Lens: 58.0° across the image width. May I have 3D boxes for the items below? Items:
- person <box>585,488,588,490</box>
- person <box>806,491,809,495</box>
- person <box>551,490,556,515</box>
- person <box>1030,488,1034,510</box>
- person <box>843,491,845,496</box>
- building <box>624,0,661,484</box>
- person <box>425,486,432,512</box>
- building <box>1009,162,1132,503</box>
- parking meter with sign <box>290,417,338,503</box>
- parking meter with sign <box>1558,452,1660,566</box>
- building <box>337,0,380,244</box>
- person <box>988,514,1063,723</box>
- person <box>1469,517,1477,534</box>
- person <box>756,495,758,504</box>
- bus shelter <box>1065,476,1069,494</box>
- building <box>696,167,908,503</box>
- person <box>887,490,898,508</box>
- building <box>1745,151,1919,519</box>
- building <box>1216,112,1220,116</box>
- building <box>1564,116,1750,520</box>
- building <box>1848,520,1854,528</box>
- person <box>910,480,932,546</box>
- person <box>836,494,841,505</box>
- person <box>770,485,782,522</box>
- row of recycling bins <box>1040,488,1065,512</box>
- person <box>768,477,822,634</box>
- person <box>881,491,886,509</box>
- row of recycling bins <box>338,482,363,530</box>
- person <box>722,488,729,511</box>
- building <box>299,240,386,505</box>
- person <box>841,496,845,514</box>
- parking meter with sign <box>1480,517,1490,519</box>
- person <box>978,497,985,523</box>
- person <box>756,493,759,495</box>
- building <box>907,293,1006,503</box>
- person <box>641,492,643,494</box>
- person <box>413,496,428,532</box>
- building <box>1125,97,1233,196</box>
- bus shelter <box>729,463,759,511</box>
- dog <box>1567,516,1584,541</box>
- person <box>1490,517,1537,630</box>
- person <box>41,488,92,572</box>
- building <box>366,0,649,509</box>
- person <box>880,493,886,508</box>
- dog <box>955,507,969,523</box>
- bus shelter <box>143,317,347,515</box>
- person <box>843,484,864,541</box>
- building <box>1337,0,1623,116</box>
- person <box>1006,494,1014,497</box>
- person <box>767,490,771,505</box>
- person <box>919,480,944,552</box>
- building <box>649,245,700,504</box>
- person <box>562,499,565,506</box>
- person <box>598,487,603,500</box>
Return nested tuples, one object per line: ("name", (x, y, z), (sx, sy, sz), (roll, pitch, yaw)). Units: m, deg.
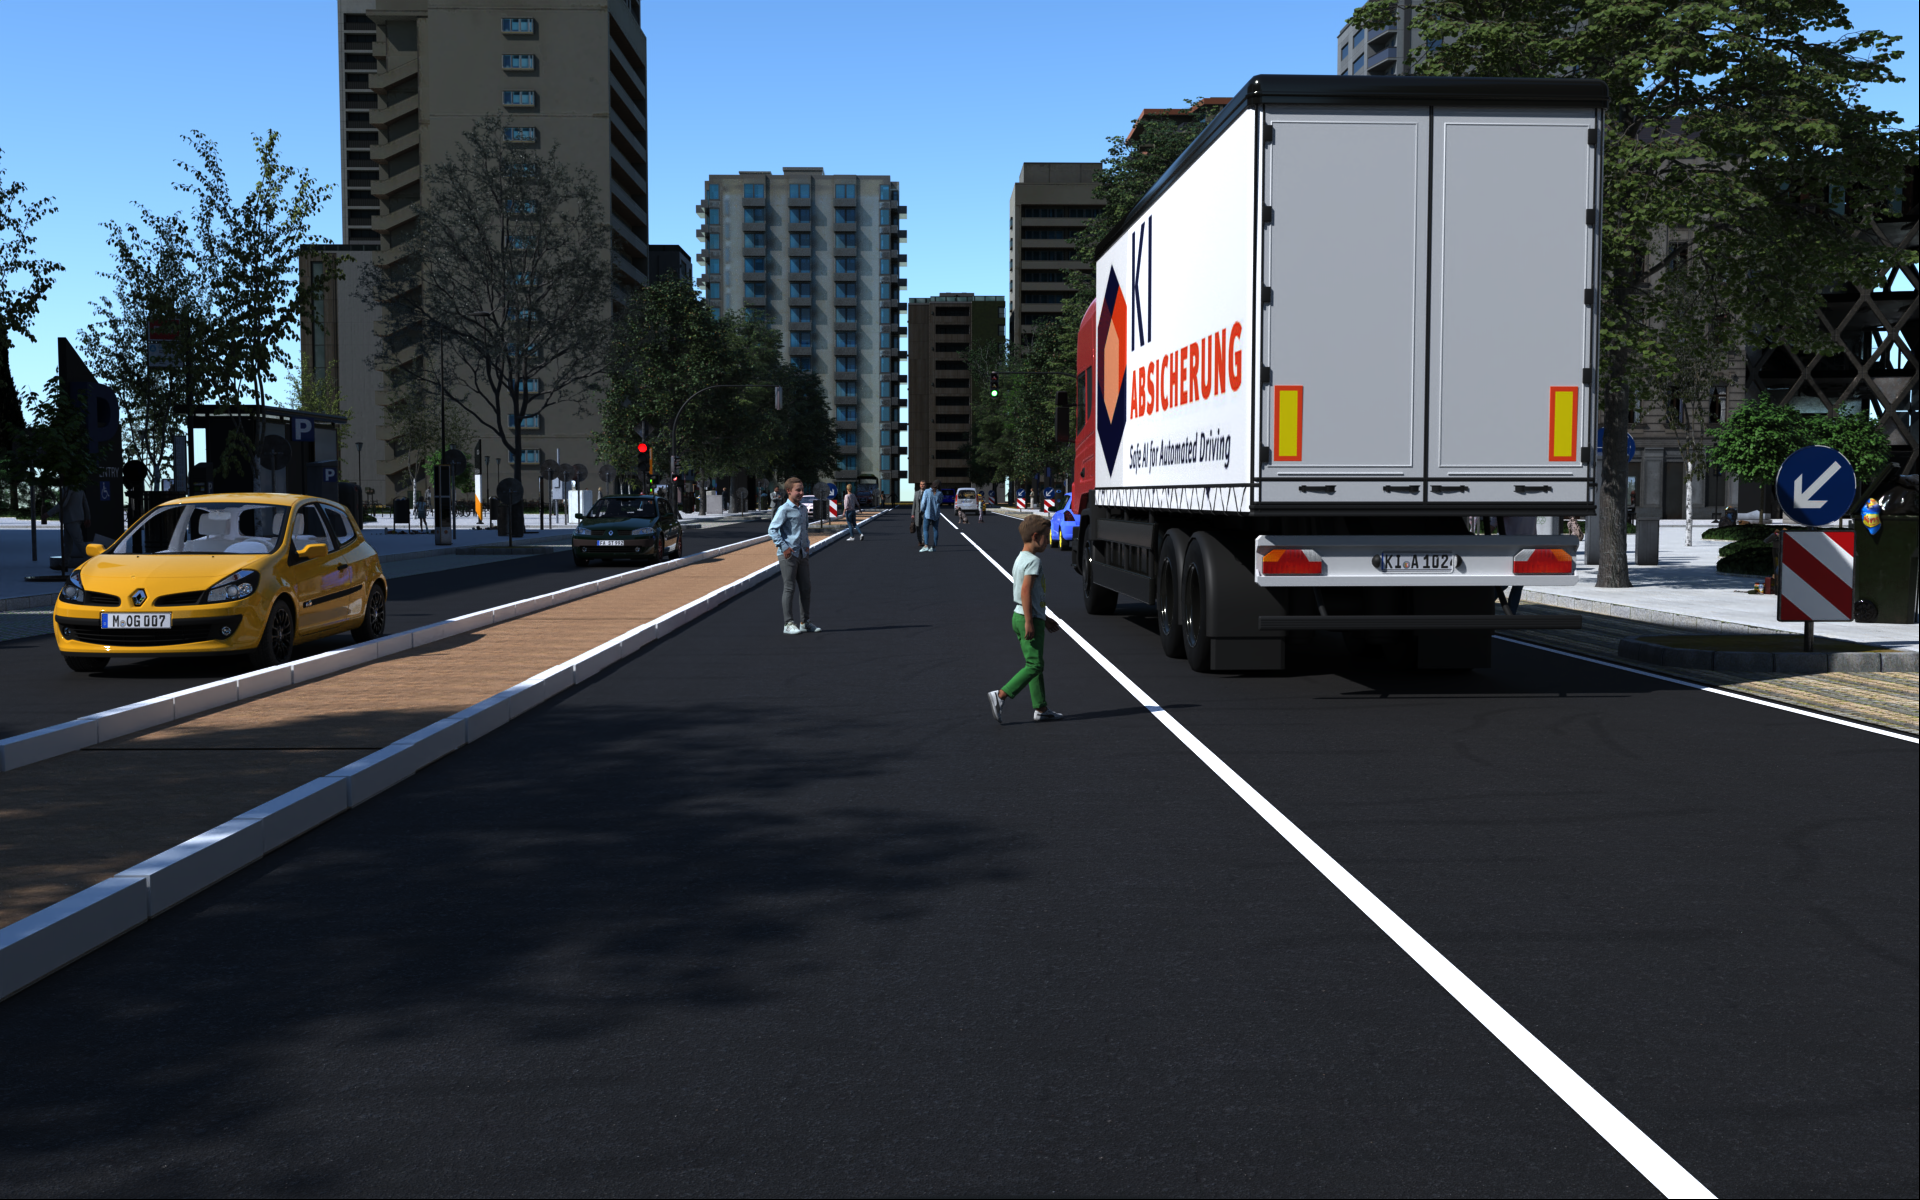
("person", (-30.633, -8.343, 142.633), (0.473, 1.802, 0.592), (3, 4, 36))
("person", (-19.639, -13.167, 222.131), (0.445, 1.727, 0.742), (-2, 4, -29))
("person", (-24.361, -5.973, 103.884), (0.466, 1.800, 0.511), (2, 4, 32))
("person", (5.932, -8.353, 143.161), (0.362, 1.759, 0.519), (-1, 4, -16))
("person", (-13.315, -11.617, 198.368), (0.705, 1.831, 1.348), (0, 4, -5))
("building", (-41.433, -45.250, 178.091), (20.563, 71.187, 20.611), (0, 4, -1))
("person", (-37.034, -7.005, 120.670), (0.850, 1.850, 0.679), (-2, 4, -26))
("building", (18.000, -38.649, 255.614), (21.600, 48.544, 21.300), (0, 4, -1))
("parking meter with sign", (-14.315, -2.605, 38.846), (1.738, 3.016, 0.543), (3, 5, 41))
("parking meter with sign", (11.720, -2.145, 31.335), (1.738, 3.016, 0.543), (1, 4, 12))
("building", (-76.968, -49.805, 252.563), (20.611, 71.187, 20.563), (0, 4, -1))
("person", (0.408, 0.116, 10.859), (0.590, 1.304, 0.306), (-2, 4, -33))
("person", (13.808, -2.217, 46.566), (0.394, 1.301, 0.425), (-3, 5, -43))
("person", (-18.301, -8.886, 154.586), (1.065, 1.426, 0.557), (-2, 4, -27))
("bus shelter", (8.169, -8.573, 117.802), (2.179, 5.291, 8.768), (0, 4, -1))
("building", (-23.026, -38.941, 256.287), (30.456, 49.044, 23.786), (0, 4, -1))
("person", (-6.828, -10.271, 176.453), (1.348, 1.821, 0.705), (2, 4, 35))
("building", (47.751, -13.915, 94.960), (16.811, 18.784, 16.820), (0, 4, -1))
("building", (35.383, -29.165, 168.726), (32.217, 40.220, 23.993), (0, 4, -1))
("building", (30.305, -14.776, 90.744), (18.267, 20.994, 9.793), (0, 4, -1))
("building", (34.685, -30.204, 35.830), (21.231, 58.520, 28.212), (0, 4, -1))
("person", (-1.052, -2.378, 47.477), (0.694, 1.812, 0.767), (1, 4, 13))
("person", (-14.457, -11.825, 202.664), (1.217, 1.723, 0.721), (-1, 4, -8))
("person", (-7.779, -3.961, 73.441), (0.511, 1.800, 0.466), (-3, 5, -41))
("row of recycling bins", (7.525, -7.178, 124.480), (3.534, 1.692, 1.069), (0, 4, 8))
("person", (-1.704, -0.459, 17.817), (0.330, 1.601, 0.589), (3, 5, 44))
("person", (-6.948, -9.087, 157.789), (0.721, 1.735, 1.217), (0, 4, 8))
("row of recycling bins", (-21.763, -3.312, 61.270), (1.069, 1.692, 3.534), (-1, 4, -14))
("person", (-17.788, -7.642, 131.418), (0.534, 1.772, 0.576), (1, 4, 23))
("building", (-67.263, -26.281, 201.402), (14.107, 30.474, 14.160), (0, 4, -1))
("person", (-8.163, -6.644, 121.385), (0.306, 1.304, 0.590), (-2, 4, -28))
("parking meter with sign", (19.830, -4.141, 63.964), (1.738, 3.016, 0.543), (-3, 5, -39))
("person", (1.080, -4.538, 86.971), (0.394, 1.301, 0.425), (-1, 4, -9))
("person", (-22.879, -11.747, 198.114), (1.348, 1.824, 0.705), (1, 4, 14))
("building", (-0.619, -29.364, 251.801), (14.107, 30.474, 14.160), (0, 4, -1))
("person", (-25.817, -8.210, 141.113), (0.563, 1.720, 0.643), (-3, 5, -41))
("person", (-18.388, -2.935, 59.039), (0.505, 1.210, 0.382), (-1, 4, -12))
("building", (30.273, -33.067, 195.266), (22.147, 44.769, 28.867), (0, 4, -1))
("bus shelter", (-15.797, -8.319, 127.300), (1.731, 3.624, 6.357), (0, 4, -1))
("dog", (16.785, -2.016, 47.348), (0.513, 0.831, 0.800), (2, 4, 24))
("person", (5.686, -0.551, 18.185), (0.731, 1.740, 0.598), (-3, 4, -38))
("person", (-14.570, -1.352, 28.427), (0.850, 1.792, 0.678), (0, 4, -5))
("building", (-40.499, -32.605, 156.786), (21.300, 48.544, 21.600), (0, 4, -1))
("person", (-7.949, -10.423, 179.445), (0.617, 1.759, 0.750), (-1, 4, -13))
("dog", (0.218, -4.171, 85.026), (0.800, 0.831, 0.513), (3, 5, 39))
("bus shelter", (-17.367, -3.936, 41.987), (2.179, 5.291, 8.768), (0, 4, -2))
("person", (-3.216, -2.699, 53.298), (0.598, 1.740, 0.731), (2, 4, 26))
("building", (59.640, -40.223, 199.637), (28.212, 58.520, 21.231), (0, 4, -1))
("person", (5.442, -11.055, 187.472), (0.721, 1.739, 1.217), (3, 5, 45))
("person", (-21.508, -11.504, 194.688), (0.434, 1.755, 0.990), (-2, 4, -28))
("person", (-0.711, -2.101, 43.124), (0.793, 1.790, 0.793), (3, 4, 36))
("building", (-38.461, -26.291, 201.559), (14.107, 30.474, 14.160), (0, 4, -1))
("person", (-31.399, -7.753, 137.812), (0.505, 1.210, 0.382), (-2, 4, -31))
("person", (-26.879, -7.531, 129.358), (0.728, 1.800, 0.709), (0, 4, -3))
